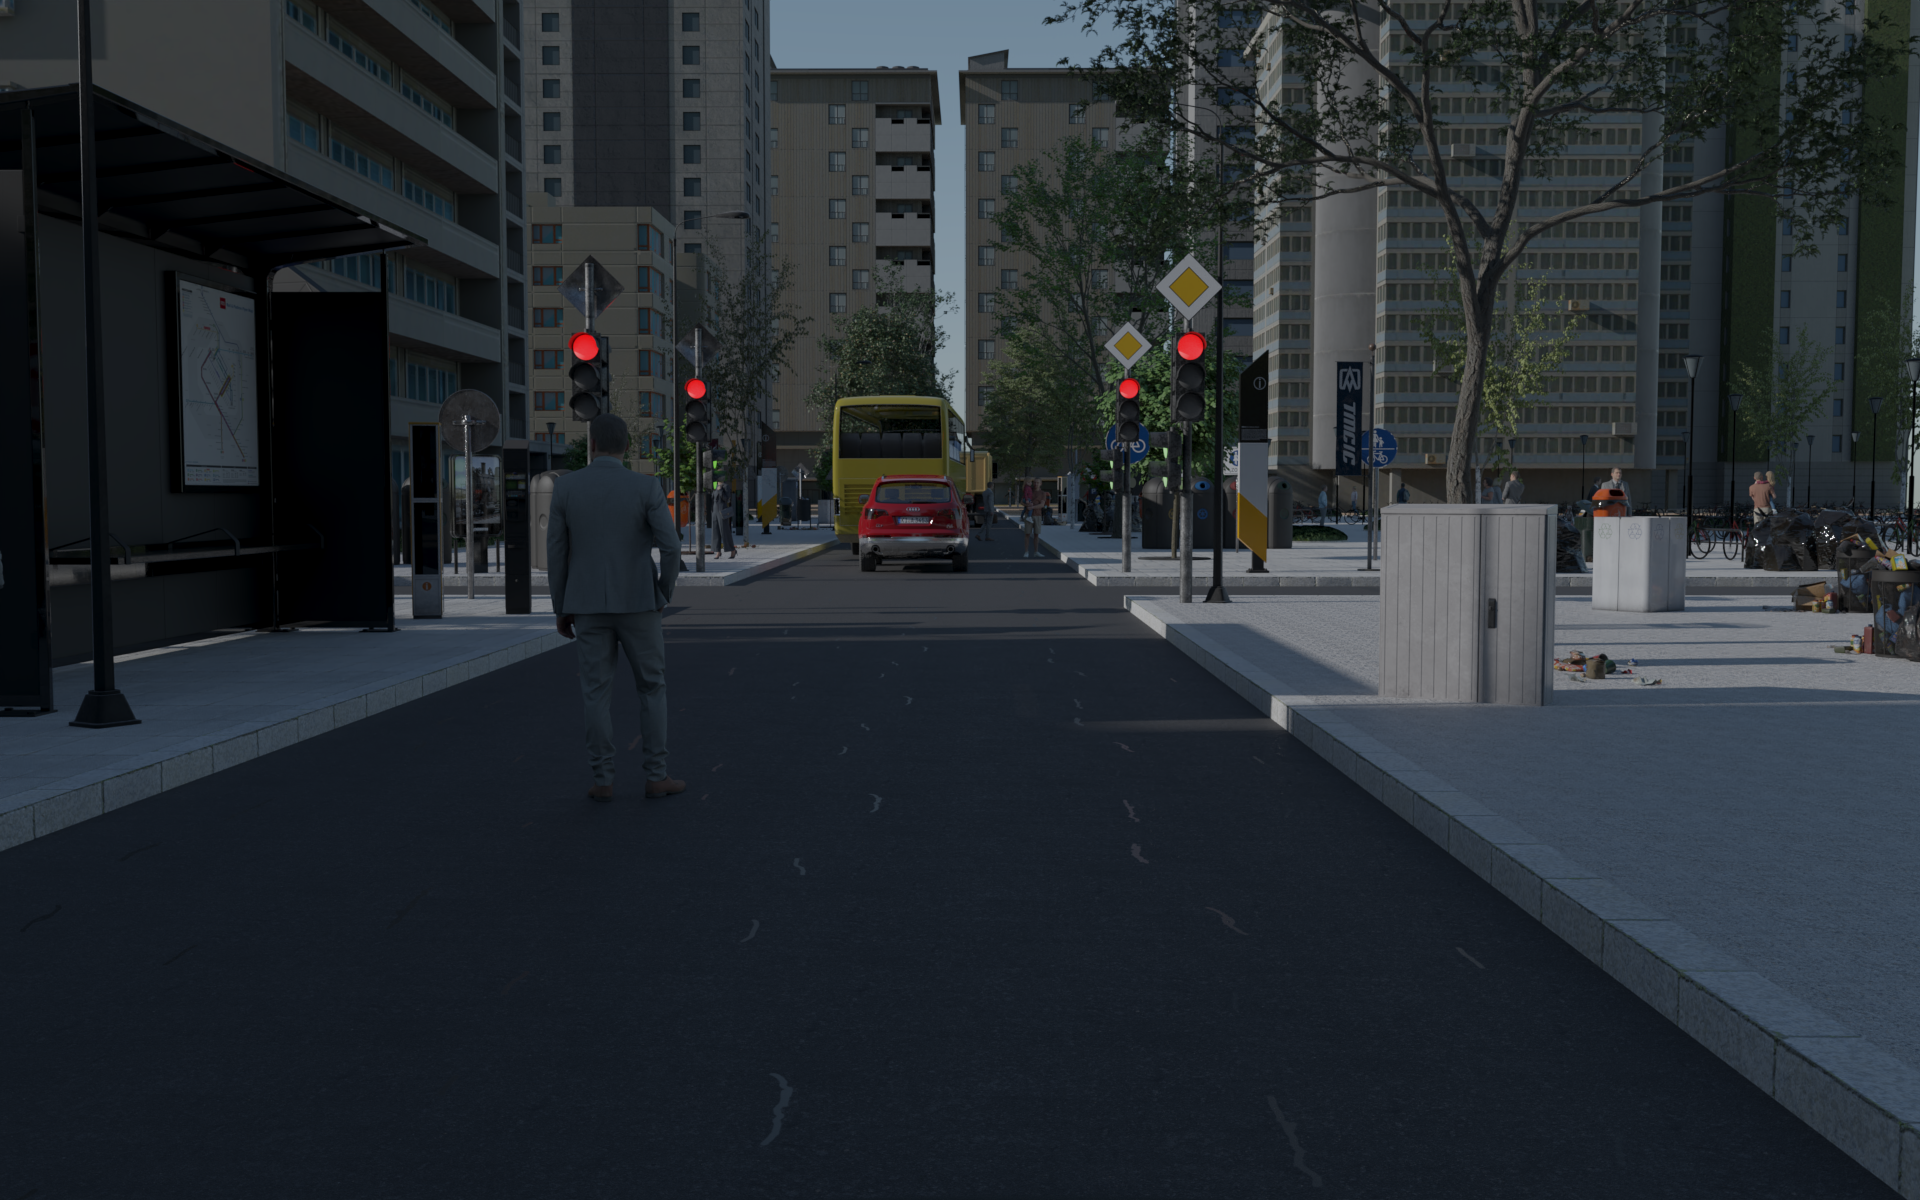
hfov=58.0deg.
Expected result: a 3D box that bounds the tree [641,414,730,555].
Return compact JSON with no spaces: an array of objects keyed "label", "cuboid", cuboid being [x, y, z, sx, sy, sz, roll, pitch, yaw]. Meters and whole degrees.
[{"label":"tree","cuboid":[-5.641,-2.583,36.841,1.663,3.219,1.824,0,3,0]}]

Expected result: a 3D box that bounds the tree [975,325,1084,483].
[{"label":"tree","cuboid":[4.928,-12.120,116.282,7.486,12.596,7.792,0,3,0]}]

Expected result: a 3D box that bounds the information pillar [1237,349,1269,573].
[{"label":"information pillar","cuboid":[4.760,-2.245,28.054,0.504,3.616,0.183,0,4,-7]}]

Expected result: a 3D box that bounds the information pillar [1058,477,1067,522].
[{"label":"information pillar","cuboid":[4.338,-4.203,73.208,0.304,2.012,0.304,-2,4,-29]}]

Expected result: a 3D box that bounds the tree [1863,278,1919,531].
[{"label":"tree","cuboid":[33.043,-6.711,60.087,4.737,8.622,4.395,0,3,0]}]

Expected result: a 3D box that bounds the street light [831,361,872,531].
[{"label":"street light","cuboid":[-3.775,-5.373,60.397,1.470,5.913,1.316,0,4,0]}]

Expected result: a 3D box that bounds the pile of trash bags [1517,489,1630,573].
[{"label":"pile of trash bags","cuboid":[9.682,-1.167,28.839,3.447,1.369,1.912,-1,4,-22]}]

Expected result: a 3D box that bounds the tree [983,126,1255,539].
[{"label":"tree","cuboid":[4.503,-7.568,49.488,9.928,11.665,9.643,0,3,0]}]

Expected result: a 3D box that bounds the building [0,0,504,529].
[{"label":"building","cuboid":[-27.203,-26.174,51.649,21.300,48.544,21.600,0,4,0]}]

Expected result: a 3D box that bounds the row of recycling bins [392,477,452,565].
[{"label":"row of recycling bins","cuboid":[-10.930,-1.466,31.077,3.534,1.692,1.069,-3,4,-37]}]

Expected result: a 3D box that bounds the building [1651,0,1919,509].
[{"label":"building","cuboid":[66.201,-37.408,153.619,28.212,58.520,21.231,0,4,0]}]

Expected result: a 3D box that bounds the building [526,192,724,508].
[{"label":"building","cuboid":[-32.197,-16.755,118.988,27.650,21.520,28.899,0,4,0]}]

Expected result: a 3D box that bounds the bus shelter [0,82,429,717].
[{"label":"bus shelter","cuboid":[-5.788,-1.329,13.019,1.731,3.624,6.357,0,4,1]}]

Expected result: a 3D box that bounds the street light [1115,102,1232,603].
[{"label":"street light","cuboid":[2.505,-2.922,20.314,1.470,5.913,1.316,0,4,0]}]

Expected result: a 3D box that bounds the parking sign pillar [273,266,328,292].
[{"label":"parking sign pillar","cuboid":[-6.676,-1.755,17.172,1.447,3.967,1.447,1,4,18]}]

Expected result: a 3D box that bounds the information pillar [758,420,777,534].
[{"label":"information pillar","cuboid":[-6.081,-3.897,55.076,0.504,3.616,0.183,0,4,-5]}]

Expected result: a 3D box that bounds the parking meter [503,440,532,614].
[{"label":"parking meter","cuboid":[-4.745,-0.786,18.568,0.255,1.863,0.399,-1,4,-10]}]

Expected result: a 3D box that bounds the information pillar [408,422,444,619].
[{"label":"information pillar","cuboid":[-5.491,-0.816,17.837,0.304,2.012,0.304,-1,4,-13]}]

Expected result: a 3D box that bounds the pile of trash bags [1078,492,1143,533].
[{"label":"pile of trash bags","cuboid":[5.471,-2.948,57.946,1.912,1.369,3.447,-2,4,-28]}]

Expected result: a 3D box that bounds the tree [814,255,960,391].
[{"label":"tree","cuboid":[-6.019,-17.410,140.535,12.611,20.169,13.585,0,3,0]}]

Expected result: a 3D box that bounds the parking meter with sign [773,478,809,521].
[{"label":"parking meter with sign","cuboid":[-8.014,-5.226,81.703,1.738,3.016,0.543,0,4,8]}]

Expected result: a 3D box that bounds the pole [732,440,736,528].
[{"label":"pole","cuboid":[-8.530,-4.375,65.380,0.158,3.312,0.155,0,3,0]}]

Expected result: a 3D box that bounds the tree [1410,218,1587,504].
[{"label":"tree","cuboid":[14.188,-5.877,46.452,4.737,8.622,4.395,0,3,0]}]

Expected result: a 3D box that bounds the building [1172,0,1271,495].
[{"label":"building","cuboid":[29.066,-37.203,150.266,21.231,58.520,28.212,0,4,0]}]

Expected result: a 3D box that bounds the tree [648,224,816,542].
[{"label":"tree","cuboid":[-6.028,-5.884,46.569,4.360,8.622,3.978,0,3,0]}]

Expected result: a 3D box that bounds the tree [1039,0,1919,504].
[{"label":"tree","cuboid":[4.280,-4.871,14.058,8.767,10.594,7.601,-2,4,-31]}]

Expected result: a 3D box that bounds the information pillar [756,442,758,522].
[{"label":"information pillar","cuboid":[-9.010,-5.331,78.514,0.183,3.616,0.504,3,5,44]}]

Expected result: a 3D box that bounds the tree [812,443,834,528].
[{"label":"tree","cuboid":[-4.787,-4.352,65.753,1.663,3.219,1.824,0,3,0]}]

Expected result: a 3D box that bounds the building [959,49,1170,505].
[{"label":"building","cuboid":[13.700,-38.239,214.452,27.495,52.752,28.713,0,4,0]}]

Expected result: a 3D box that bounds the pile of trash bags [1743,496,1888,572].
[{"label":"pile of trash bags","cuboid":[15.073,-1.179,29.025,3.447,1.369,1.912,1,4,19]}]

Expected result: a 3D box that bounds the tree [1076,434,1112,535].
[{"label":"tree","cuboid":[4.453,-3.678,54.736,1.663,3.219,1.824,0,3,0]}]

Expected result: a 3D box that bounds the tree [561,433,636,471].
[{"label":"tree","cuboid":[-16.668,-5.878,79.814,4.285,4.588,4.351,0,3,0]}]

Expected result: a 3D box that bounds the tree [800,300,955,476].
[{"label":"tree","cuboid":[-4.688,-11.352,102.614,9.611,12.733,9.660,0,3,0]}]

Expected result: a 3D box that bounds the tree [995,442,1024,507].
[{"label":"tree","cuboid":[5.082,-13.289,167.630,4.360,8.622,3.978,0,3,0]}]

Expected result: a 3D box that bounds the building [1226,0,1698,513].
[{"label":"building","cuboid":[34.355,-26.449,124.327,32.217,40.220,23.993,0,4,0]}]

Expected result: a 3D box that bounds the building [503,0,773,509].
[{"label":"building","cuboid":[-28.093,-43.790,154.212,20.611,71.187,20.563,0,4,0]}]

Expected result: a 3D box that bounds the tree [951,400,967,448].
[{"label":"tree","cuboid":[-4.579,-15.958,171.284,12.009,13.543,11.850,0,3,0]}]

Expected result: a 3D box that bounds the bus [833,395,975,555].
[{"label":"bus","cuboid":[-1.265,-3.183,43.588,2.896,3.916,12.252,0,4,2]}]

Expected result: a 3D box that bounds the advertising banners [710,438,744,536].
[{"label":"advertising banners","cuboid":[-7.259,-3.538,54.038,0.090,3.025,2.074,-3,5,-39]}]

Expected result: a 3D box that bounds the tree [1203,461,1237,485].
[{"label":"tree","cuboid":[9.257,-4.093,61.519,1.663,3.219,1.824,0,3,0]}]

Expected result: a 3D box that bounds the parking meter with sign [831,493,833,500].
[{"label":"parking meter with sign","cuboid":[-5.315,-4.893,76.258,1.738,3.016,0.543,-2,4,-30]}]

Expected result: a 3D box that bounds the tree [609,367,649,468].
[{"label":"tree","cuboid":[-19.481,-9.086,98.919,4.360,8.622,3.978,0,3,0]}]

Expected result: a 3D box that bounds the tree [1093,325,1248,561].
[{"label":"tree","cuboid":[4.161,-3.070,33.905,4.285,4.588,4.351,0,3,0]}]

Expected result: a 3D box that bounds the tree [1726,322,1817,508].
[{"label":"tree","cuboid":[35.205,-7.558,73.938,4.737,8.622,4.395,0,3,0]}]

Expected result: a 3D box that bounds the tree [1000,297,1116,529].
[{"label":"tree","cuboid":[4.379,-6.919,63.491,4.737,8.622,4.395,0,3,0]}]

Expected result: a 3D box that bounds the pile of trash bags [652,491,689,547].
[{"label":"pile of trash bags","cuboid":[-7.802,-1.983,42.180,1.912,1.369,3.447,2,4,31]}]

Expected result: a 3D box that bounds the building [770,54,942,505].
[{"label":"building","cuboid":[-14.080,-38.253,214.672,27.495,52.752,28.713,0,4,0]}]

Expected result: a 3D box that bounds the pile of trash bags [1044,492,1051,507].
[{"label":"pile of trash bags","cuboid":[5.493,-4.522,83.690,3.447,1.369,1.912,1,4,9]}]

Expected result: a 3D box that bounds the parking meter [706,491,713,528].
[{"label":"parking meter","cuboid":[-9.339,-3.627,65.013,0.255,1.863,0.399,-2,4,-31]}]

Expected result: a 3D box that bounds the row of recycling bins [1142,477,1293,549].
[{"label":"row of recycling bins","cuboid":[6.031,-2.054,40.703,3.534,1.692,1.069,0,4,-5]}]

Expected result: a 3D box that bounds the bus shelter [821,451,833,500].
[{"label":"bus shelter","cuboid":[-6.295,-6.205,92.741,1.731,3.624,6.357,0,4,1]}]

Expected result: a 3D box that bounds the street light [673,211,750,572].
[{"label":"street light","cuboid":[-4.142,-3.427,28.568,1.470,5.913,1.316,0,4,0]}]

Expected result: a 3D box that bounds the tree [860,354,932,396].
[{"label":"tree","cuboid":[-4.626,-12.310,119.392,7.486,12.596,7.792,0,3,0]}]

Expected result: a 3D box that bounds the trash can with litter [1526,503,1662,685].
[{"label":"trash can with litter","cuboid":[4.243,-0.096,12.625,1.678,1.210,2.233,-1,4,-9]}]

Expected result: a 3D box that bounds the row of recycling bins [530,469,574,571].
[{"label":"row of recycling bins","cuboid":[-7.051,-1.426,30.421,1.069,1.692,3.534,-1,4,-15]}]

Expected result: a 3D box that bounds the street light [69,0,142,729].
[{"label":"street light","cuboid":[-4.213,-2.257,9.444,1.470,5.913,1.316,0,4,0]}]

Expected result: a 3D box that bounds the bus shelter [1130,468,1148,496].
[{"label":"bus shelter","cuboid":[7.535,-5.368,79.042,1.731,3.624,6.357,0,4,1]}]

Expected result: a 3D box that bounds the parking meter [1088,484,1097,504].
[{"label":"parking meter","cuboid":[5.348,-3.898,69.445,0.399,1.863,0.255,0,4,7]}]
